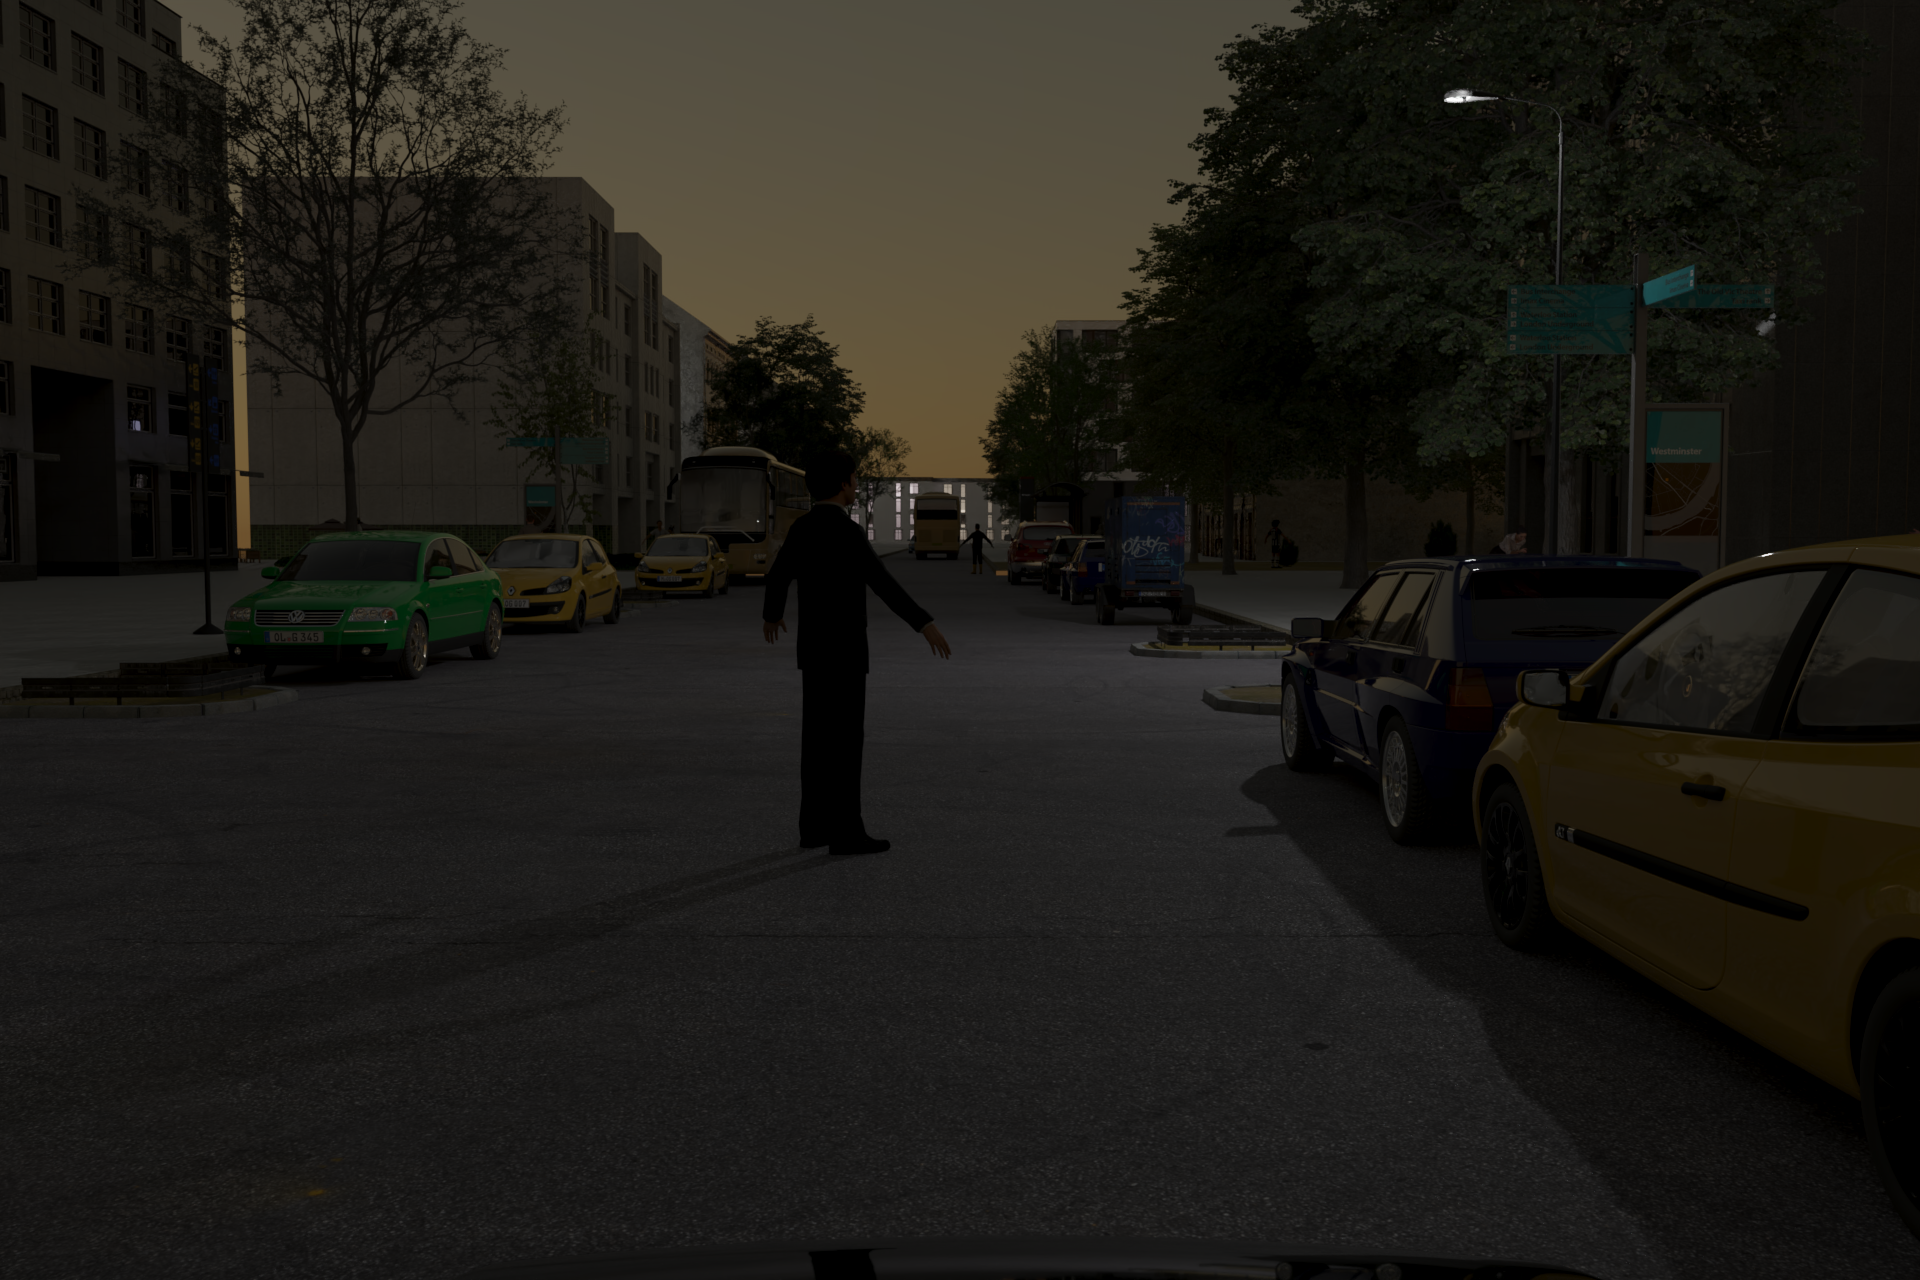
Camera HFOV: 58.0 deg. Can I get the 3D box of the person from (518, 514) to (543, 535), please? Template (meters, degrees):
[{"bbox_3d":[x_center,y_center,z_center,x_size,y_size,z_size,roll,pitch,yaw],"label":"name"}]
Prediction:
[{"bbox_3d":[-10.354,-2.151,41.749,0.617,1.759,0.750,-1,4,-12],"label":"person"}]

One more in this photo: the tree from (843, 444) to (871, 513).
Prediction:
[{"bbox_3d":[-8.983,-10.896,128.517,4.737,8.622,4.395,0,3,0],"label":"tree"}]

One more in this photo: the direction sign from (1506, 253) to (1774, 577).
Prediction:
[{"bbox_3d":[6.484,-1.669,16.053,2.525,3.948,1.411,0,4,1],"label":"direction sign"}]

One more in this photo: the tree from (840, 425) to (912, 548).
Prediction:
[{"bbox_3d":[-8.681,-14.601,164.486,9.928,11.665,9.643,0,3,0],"label":"tree"}]

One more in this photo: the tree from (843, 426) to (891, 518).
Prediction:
[{"bbox_3d":[-9.193,-12.611,140.596,7.601,10.594,8.767,-3,5,-42],"label":"tree"}]

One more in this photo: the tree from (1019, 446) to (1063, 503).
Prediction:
[{"bbox_3d":[6.187,-11.732,142.174,4.360,8.622,3.978,0,3,0],"label":"tree"}]

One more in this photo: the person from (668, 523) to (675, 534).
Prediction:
[{"bbox_3d":[-15.048,-5.186,90.557,0.705,1.858,1.354,0,4,2],"label":"person"}]

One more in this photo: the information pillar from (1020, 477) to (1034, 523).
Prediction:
[{"bbox_3d":[3.037,-5.455,78.569,0.750,3.857,0.750,0,4,0],"label":"information pillar"}]

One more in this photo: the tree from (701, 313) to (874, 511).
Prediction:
[{"bbox_3d":[-9.845,-11.767,99.052,9.857,13.997,8.962,0,3,0],"label":"tree"}]

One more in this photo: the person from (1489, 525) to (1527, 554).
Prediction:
[{"bbox_3d":[9.197,-1.207,28.974,0.799,1.438,0.628,3,5,39],"label":"person"}]

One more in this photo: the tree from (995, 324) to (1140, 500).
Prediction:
[{"bbox_3d":[5.638,-9.793,85.869,9.928,11.665,9.643,0,3,0],"label":"tree"}]

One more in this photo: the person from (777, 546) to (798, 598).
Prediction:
[{"bbox_3d":[-3.462,-1.876,38.906,1.354,1.856,0.705,0,4,4],"label":"person"}]

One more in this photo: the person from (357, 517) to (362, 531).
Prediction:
[{"bbox_3d":[-18.807,-2.929,53.970,0.704,1.819,1.344,-2,4,-25],"label":"person"}]

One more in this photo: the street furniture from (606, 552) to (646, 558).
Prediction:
[{"bbox_3d":[-15.487,-3.500,72.848,5.734,0.657,10.072,1,4,10],"label":"street furniture"}]

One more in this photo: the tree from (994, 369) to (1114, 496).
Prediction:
[{"bbox_3d":[5.786,-10.944,104.684,9.928,11.665,9.643,0,3,0],"label":"tree"}]

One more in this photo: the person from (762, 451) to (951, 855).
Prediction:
[{"bbox_3d":[-0.550,0.048,7.856,0.705,1.806,1.347,-3,5,-40],"label":"person"}]

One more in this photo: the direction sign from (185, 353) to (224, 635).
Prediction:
[{"bbox_3d":[-9.639,-1.842,22.115,0.379,3.537,0.876,0,3,0],"label":"direction sign"}]

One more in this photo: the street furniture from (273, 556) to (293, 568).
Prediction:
[{"bbox_3d":[-22.865,-3.189,67.770,5.734,0.657,10.072,1,4,10],"label":"street furniture"}]

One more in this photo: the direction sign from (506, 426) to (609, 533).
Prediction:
[{"bbox_3d":[-9.907,-3.336,43.312,2.525,3.948,1.411,0,4,0],"label":"direction sign"}]

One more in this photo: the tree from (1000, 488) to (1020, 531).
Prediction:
[{"bbox_3d":[5.608,-13.247,166.945,4.737,8.622,4.395,0,3,0],"label":"tree"}]

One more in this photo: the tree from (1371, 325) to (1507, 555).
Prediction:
[{"bbox_3d":[20.538,-9.338,70.811,7.486,12.596,7.792,0,3,0],"label":"tree"}]

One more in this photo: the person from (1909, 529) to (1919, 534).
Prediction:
[{"bbox_3d":[13.489,-1.105,23.972,0.599,1.838,0.709,0,4,-2],"label":"person"}]

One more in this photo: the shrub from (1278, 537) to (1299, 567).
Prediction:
[{"bbox_3d":[12.806,-3.468,67.819,1.383,1.207,1.383,0,3,0],"label":"shrub"}]

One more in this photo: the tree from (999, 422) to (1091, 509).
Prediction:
[{"bbox_3d":[6.731,-12.131,132.760,8.767,10.594,7.601,3,5,45],"label":"tree"}]

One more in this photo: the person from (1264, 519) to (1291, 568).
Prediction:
[{"bbox_3d":[11.835,-3.587,64.784,0.704,1.843,1.345,-2,4,-35],"label":"person"}]

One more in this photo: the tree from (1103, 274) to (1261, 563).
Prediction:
[{"bbox_3d":[10.185,-9.647,75.850,7.486,12.596,7.792,0,3,0],"label":"tree"}]

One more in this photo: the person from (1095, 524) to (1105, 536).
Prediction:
[{"bbox_3d":[7.636,-5.362,93.803,0.705,1.813,1.348,-3,5,-41],"label":"person"}]

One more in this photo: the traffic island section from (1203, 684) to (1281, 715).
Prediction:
[{"bbox_3d":[3.090,0.506,14.594,1.991,0.108,1.994,0,4,0],"label":"traffic island section"}]

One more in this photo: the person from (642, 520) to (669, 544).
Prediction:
[{"bbox_3d":[-9.867,-3.073,57.012,1.217,1.739,0.721,-1,4,-14],"label":"person"}]

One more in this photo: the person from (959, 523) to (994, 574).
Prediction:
[{"bbox_3d":[0.612,-3.272,62.097,1.346,1.812,0.704,-1,4,-21],"label":"person"}]

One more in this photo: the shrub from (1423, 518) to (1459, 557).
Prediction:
[{"bbox_3d":[21.987,-4.571,79.153,1.690,2.028,1.600,0,3,0],"label":"shrub"}]

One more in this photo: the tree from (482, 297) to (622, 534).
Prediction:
[{"bbox_3d":[-12.280,-6.294,53.267,4.737,8.622,4.395,0,3,0],"label":"tree"}]

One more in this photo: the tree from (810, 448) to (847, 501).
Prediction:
[{"bbox_3d":[-10.040,-10.119,115.812,4.360,8.622,3.978,0,3,0],"label":"tree"}]

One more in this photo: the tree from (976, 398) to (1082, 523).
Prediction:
[{"bbox_3d":[6.090,-14.981,151.596,9.857,13.997,8.962,0,3,0],"label":"tree"}]

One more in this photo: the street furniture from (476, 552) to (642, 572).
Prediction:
[{"bbox_3d":[-12.474,-2.830,61.903,10.072,0.657,5.734,0,4,2],"label":"street furniture"}]

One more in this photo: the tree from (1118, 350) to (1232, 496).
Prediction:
[{"bbox_3d":[7.836,-6.887,62.961,4.737,8.622,4.395,0,3,0],"label":"tree"}]

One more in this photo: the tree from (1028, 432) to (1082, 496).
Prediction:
[{"bbox_3d":[5.707,-10.238,117.757,4.360,8.622,3.978,0,3,0],"label":"tree"}]

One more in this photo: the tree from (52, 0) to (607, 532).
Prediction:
[{"bbox_3d":[-12.276,-7.601,34.648,12.009,13.543,11.850,0,3,0],"label":"tree"}]
